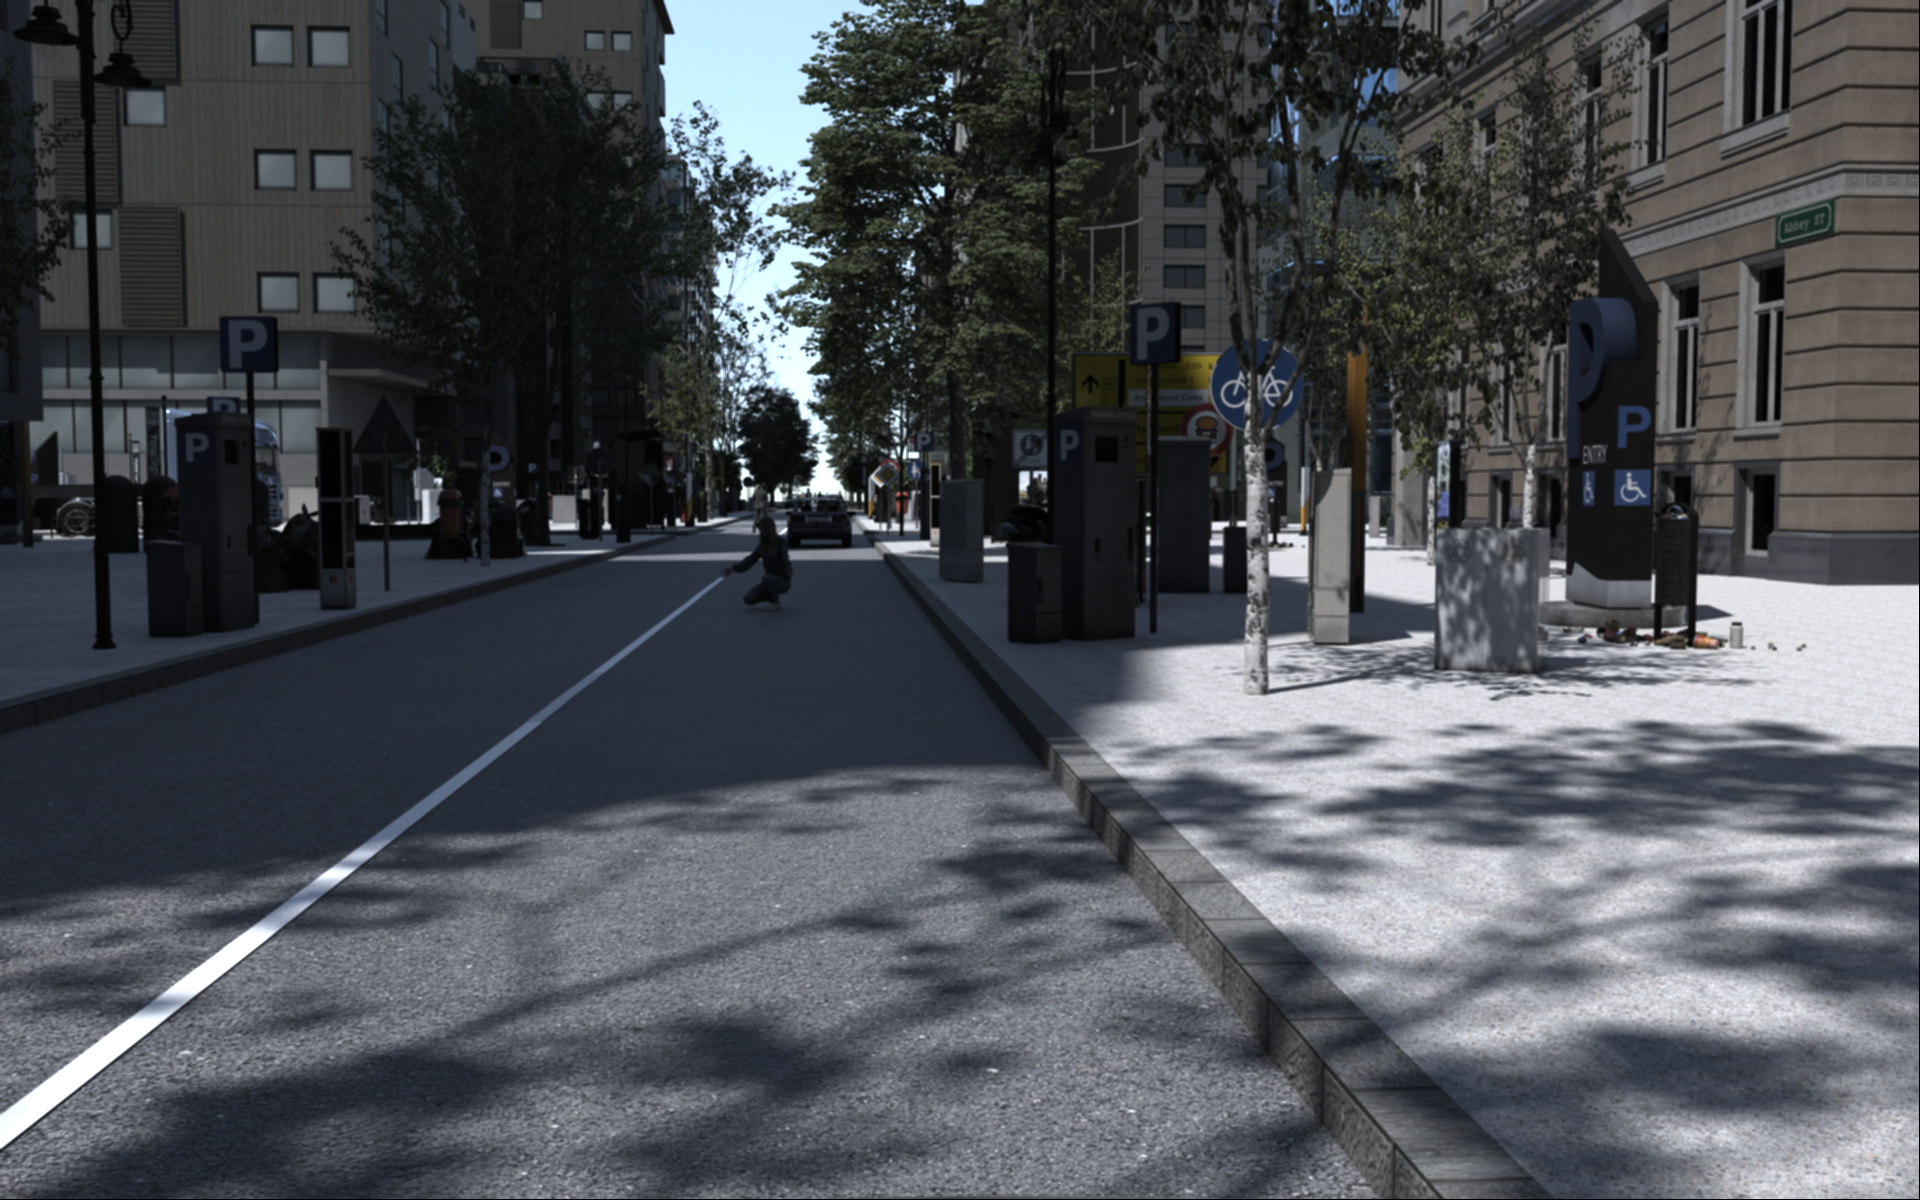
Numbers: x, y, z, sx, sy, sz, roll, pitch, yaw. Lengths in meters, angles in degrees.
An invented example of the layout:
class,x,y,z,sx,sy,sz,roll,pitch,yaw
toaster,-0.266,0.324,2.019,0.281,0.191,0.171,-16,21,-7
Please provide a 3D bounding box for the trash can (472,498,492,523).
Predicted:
class,x,y,z,sx,sy,sz,roll,pitch,yaw
trash can,-17.729,-3.215,64.218,0.748,1.137,0.748,0,3,0

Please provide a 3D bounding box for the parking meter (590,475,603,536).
class,x,y,z,sx,sy,sz,roll,pitch,yaw
parking meter,-11.098,-2.888,52.927,0.399,1.863,0.255,-1,4,-14

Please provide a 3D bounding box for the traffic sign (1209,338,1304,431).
class,x,y,z,sx,sy,sz,roll,pitch,yaw
traffic sign,2.432,-0.867,14.287,0.768,2.556,0.104,0,4,2

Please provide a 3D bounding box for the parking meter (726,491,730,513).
class,x,y,z,sx,sy,sz,roll,pitch,yaw
parking meter,-15.825,-6.669,117.456,0.372,1.533,0.369,0,3,0

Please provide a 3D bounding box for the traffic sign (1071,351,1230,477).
class,x,y,z,sx,sy,sz,roll,pitch,yaw
traffic sign,2.727,-1.893,24.830,2.265,3.308,0.079,0,4,2

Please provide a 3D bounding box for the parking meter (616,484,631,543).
class,x,y,z,sx,sy,sz,roll,pitch,yaw
parking meter,-8.920,-2.291,45.866,0.372,1.533,0.369,0,3,0

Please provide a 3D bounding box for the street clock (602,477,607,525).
class,x,y,z,sx,sy,sz,roll,pitch,yaw
street clock,-14.855,-4.107,71.715,0.471,2.002,0.358,1,4,9

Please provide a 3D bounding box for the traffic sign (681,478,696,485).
class,x,y,z,sx,sy,sz,roll,pitch,yaw
traffic sign,-15.947,-6.229,101.840,0.884,2.594,0.081,0,4,2

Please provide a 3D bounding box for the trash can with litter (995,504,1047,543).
class,x,y,z,sx,sy,sz,roll,pitch,yaw
trash can with litter,0.910,-0.528,20.022,0.624,1.170,1.055,2,4,30

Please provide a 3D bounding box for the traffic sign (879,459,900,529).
class,x,y,z,sx,sy,sz,roll,pitch,yaw
traffic sign,-2.579,-3.853,63.104,0.768,2.556,0.104,0,4,-1

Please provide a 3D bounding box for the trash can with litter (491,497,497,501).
class,x,y,z,sx,sy,sz,roll,pitch,yaw
trash can with litter,-17.900,-3.361,66.335,0.624,1.170,1.055,0,4,2

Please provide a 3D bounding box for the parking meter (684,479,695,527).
class,x,y,z,sx,sy,sz,roll,pitch,yaw
parking meter,-10.674,-3.825,68.247,0.399,1.863,0.255,0,4,1

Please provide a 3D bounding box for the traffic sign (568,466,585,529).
class,x,y,z,sx,sy,sz,roll,pitch,yaw
traffic sign,-13.886,-3.704,62.697,0.606,2.300,0.079,0,4,-4

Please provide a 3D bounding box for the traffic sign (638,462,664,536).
class,x,y,z,sx,sy,sz,roll,pitch,yaw
traffic sign,-9.472,-3.028,53.151,0.795,2.450,0.064,0,4,-4

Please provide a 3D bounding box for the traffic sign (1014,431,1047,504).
class,x,y,z,sx,sy,sz,roll,pitch,yaw
traffic sign,1.137,-1.558,27.604,0.606,2.300,0.079,0,4,0

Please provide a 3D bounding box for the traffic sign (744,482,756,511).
class,x,y,z,sx,sy,sz,roll,pitch,yaw
traffic sign,-15.709,-7.932,129.696,0.884,2.594,0.081,0,4,2

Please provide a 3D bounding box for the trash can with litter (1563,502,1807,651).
class,x,y,z,sx,sy,sz,roll,pitch,yaw
trash can with litter,6.119,-0.248,15.116,1.678,1.210,2.233,-1,4,-10

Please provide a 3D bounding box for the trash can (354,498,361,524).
class,x,y,z,sx,sy,sz,roll,pitch,yaw
trash can,-22.950,-3.279,65.261,0.748,1.137,0.748,0,3,0

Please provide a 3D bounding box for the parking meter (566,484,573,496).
class,x,y,z,sx,sy,sz,roll,pitch,yaw
parking meter,-22.179,-5.669,98.405,0.399,1.863,0.255,-1,4,-18

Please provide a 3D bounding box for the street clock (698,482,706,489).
class,x,y,z,sx,sy,sz,roll,pitch,yaw
street clock,-15.533,-6.105,104.389,0.471,2.002,0.358,1,4,14

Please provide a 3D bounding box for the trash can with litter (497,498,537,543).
class,x,y,z,sx,sy,sz,roll,pitch,yaw
trash can with litter,-11.385,-2.057,45.012,1.055,1.170,0.624,3,5,41

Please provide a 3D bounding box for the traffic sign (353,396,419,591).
class,x,y,z,sx,sy,sz,roll,pitch,yaw
traffic sign,-7.608,-1.402,22.934,0.884,2.594,0.081,0,4,-1

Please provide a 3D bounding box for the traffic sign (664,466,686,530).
class,x,y,z,sx,sy,sz,roll,pitch,yaw
traffic sign,-10.058,-3.515,61.115,0.795,2.450,0.064,0,4,-4

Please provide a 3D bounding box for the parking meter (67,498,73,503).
class,x,y,z,sx,sy,sz,roll,pitch,yaw
parking meter,-31.465,-3.217,61.014,0.372,1.533,0.369,0,3,0

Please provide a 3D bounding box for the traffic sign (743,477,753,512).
class,x,y,z,sx,sy,sz,roll,pitch,yaw
traffic sign,-15.521,-7.746,126.745,0.768,2.556,0.104,0,4,5

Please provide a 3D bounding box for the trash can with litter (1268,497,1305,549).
class,x,y,z,sx,sy,sz,roll,pitch,yaw
trash can with litter,7.464,-1.876,41.727,1.678,1.210,2.233,1,4,13

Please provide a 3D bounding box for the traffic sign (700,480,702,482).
class,x,y,z,sx,sy,sz,roll,pitch,yaw
traffic sign,-16.813,-6.991,114.407,0.768,2.556,0.104,0,4,2

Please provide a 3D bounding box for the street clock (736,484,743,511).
class,x,y,z,sx,sy,sz,roll,pitch,yaw
street clock,-16.426,-7.613,129.049,0.358,2.002,0.471,3,4,38

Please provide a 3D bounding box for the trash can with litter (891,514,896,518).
class,x,y,z,sx,sy,sz,roll,pitch,yaw
trash can with litter,-3.608,-4.993,93.022,0.624,1.170,1.055,-2,4,-29

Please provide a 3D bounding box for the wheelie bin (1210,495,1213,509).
class,x,y,z,sx,sy,sz,roll,pitch,yaw
wheelie bin,7.127,-2.688,51.864,0.693,1.594,0.980,-3,5,-42

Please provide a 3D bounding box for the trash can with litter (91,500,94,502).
class,x,y,z,sx,sy,sz,roll,pitch,yaw
trash can with litter,-34.120,-3.460,67.966,0.624,1.170,1.055,3,5,42

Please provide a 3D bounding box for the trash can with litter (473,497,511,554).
class,x,y,z,sx,sy,sz,roll,pitch,yaw
trash can with litter,-10.424,-1.622,37.579,2.233,1.210,1.678,-2,4,-30

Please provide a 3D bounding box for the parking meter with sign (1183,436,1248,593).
class,x,y,z,sx,sy,sz,roll,pitch,yaw
parking meter with sign,2.916,-1.605,22.505,1.738,3.016,0.543,0,4,3

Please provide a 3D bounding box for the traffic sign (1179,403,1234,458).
class,x,y,z,sx,sy,sz,roll,pitch,yaw
traffic sign,3.440,-1.478,24.276,0.768,2.556,0.104,0,4,1

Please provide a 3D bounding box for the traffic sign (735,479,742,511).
class,x,y,z,sx,sy,sz,roll,pitch,yaw
traffic sign,-16.916,-8.023,131.287,0.768,2.556,0.104,0,4,-2

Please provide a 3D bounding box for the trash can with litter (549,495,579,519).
class,x,y,z,sx,sy,sz,roll,pitch,yaw
trash can with litter,-20.934,-4.817,89.807,2.233,1.210,1.678,-2,4,-33

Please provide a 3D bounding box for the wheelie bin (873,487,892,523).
class,x,y,z,sx,sy,sz,roll,pitch,yaw
wheelie bin,-3.432,-4.261,77.568,0.693,1.594,0.980,2,4,33

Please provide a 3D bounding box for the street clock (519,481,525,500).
class,x,y,z,sx,sy,sz,roll,pitch,yaw
street clock,-24.054,-5.539,95.127,0.358,2.002,0.471,-1,4,-17

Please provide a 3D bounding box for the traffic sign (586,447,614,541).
class,x,y,z,sx,sy,sz,roll,pitch,yaw
traffic sign,-9.802,-2.879,47.184,0.768,2.556,0.104,0,4,2

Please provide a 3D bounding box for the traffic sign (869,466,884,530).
class,x,y,z,sx,sy,sz,roll,pitch,yaw
traffic sign,-2.832,-3.546,61.625,0.795,2.450,0.064,0,4,-4

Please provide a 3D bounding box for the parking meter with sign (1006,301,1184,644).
class,x,y,z,sx,sy,sz,roll,pitch,yaw
parking meter with sign,1.176,-1.169,15.377,1.738,3.016,0.543,-3,5,-42

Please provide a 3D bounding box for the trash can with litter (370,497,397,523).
class,x,y,z,sx,sy,sz,roll,pitch,yaw
trash can with litter,-25.119,-3.918,75.451,0.624,1.170,1.055,3,4,38

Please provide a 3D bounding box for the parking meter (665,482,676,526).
class,x,y,z,sx,sy,sz,roll,pitch,yaw
parking meter,-11.583,-3.890,69.308,0.399,1.863,0.255,0,4,-8

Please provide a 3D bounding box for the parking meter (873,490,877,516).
class,x,y,z,sx,sy,sz,roll,pitch,yaw
parking meter,-4.945,-5.753,102.478,0.372,1.533,0.369,0,3,0

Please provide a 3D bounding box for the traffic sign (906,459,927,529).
class,x,y,z,sx,sy,sz,roll,pitch,yaw
traffic sign,-1.586,-3.895,63.793,0.768,2.556,0.104,0,4,1

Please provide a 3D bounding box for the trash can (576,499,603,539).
class,x,y,z,sx,sy,sz,roll,pitch,yaw
trash can,-10.542,-2.301,49.281,0.748,1.137,0.748,0,3,0

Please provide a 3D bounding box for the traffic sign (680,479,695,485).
class,x,y,z,sx,sy,sz,roll,pitch,yaw
traffic sign,-15.206,-5.900,96.463,0.884,2.594,0.081,0,4,-1

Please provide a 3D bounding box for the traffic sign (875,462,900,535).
class,x,y,z,sx,sy,sz,roll,pitch,yaw
traffic sign,-2.246,-3.059,53.661,0.795,2.450,0.064,0,4,-4
